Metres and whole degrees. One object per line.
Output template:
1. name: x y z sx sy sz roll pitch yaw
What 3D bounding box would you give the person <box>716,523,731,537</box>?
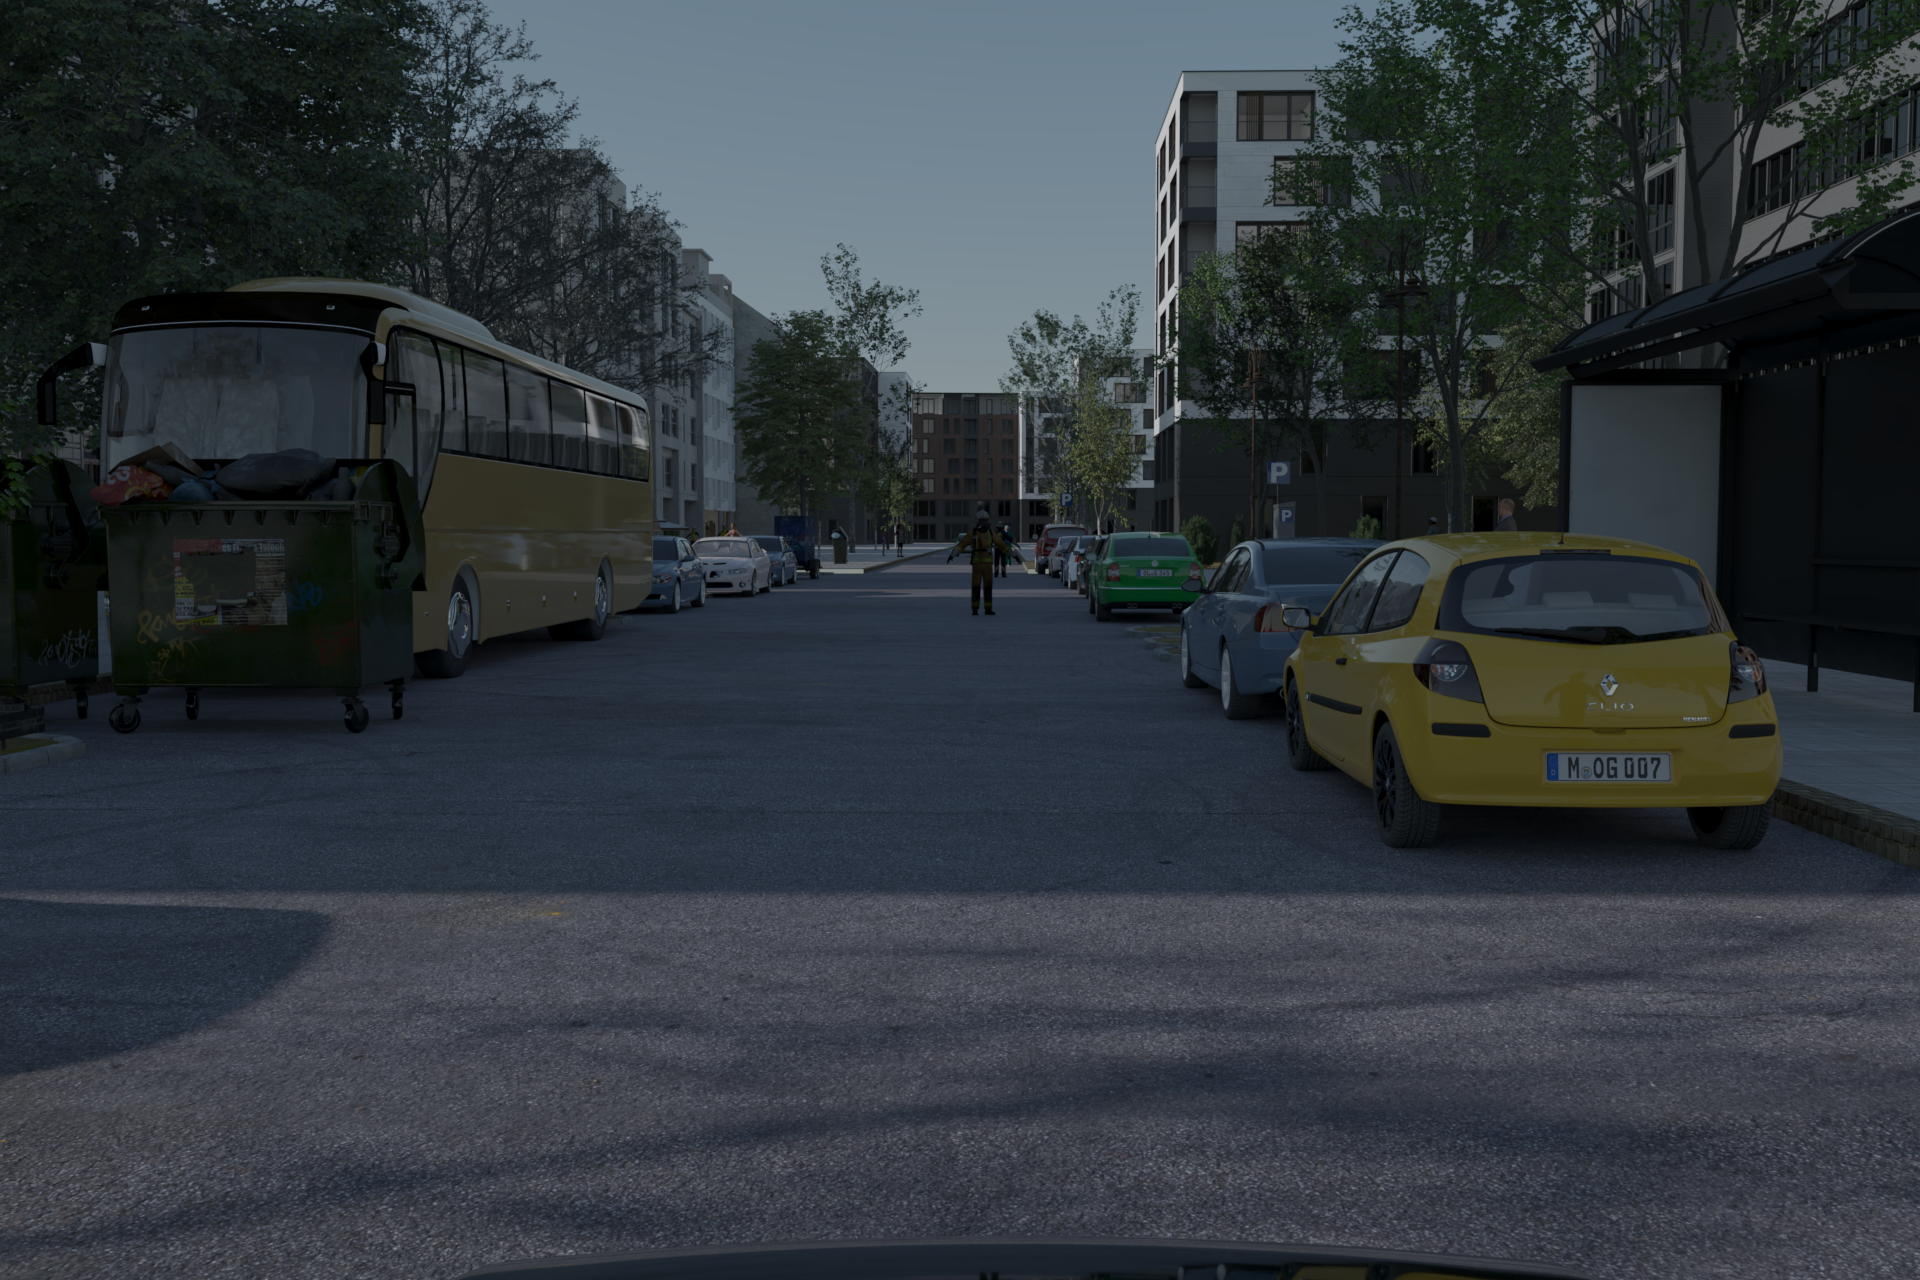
1. person: -11.836 -4.940 86.738 1.349 1.833 0.705 3 5 41

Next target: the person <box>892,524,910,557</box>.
1. person: -3.298 -5.493 95.956 0.704 1.843 1.345 3 5 43

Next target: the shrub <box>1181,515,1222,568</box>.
1. shrub: 9.022 -3.727 65.364 1.690 2.028 1.600 0 3 0

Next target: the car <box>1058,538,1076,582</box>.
1. car: 3.838 -2.319 50.495 1.945 1.354 3.894 0 4 1

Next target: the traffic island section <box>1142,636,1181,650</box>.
1. traffic island section: 3.336 0.055 21.968 1.991 0.108 1.994 0 4 2

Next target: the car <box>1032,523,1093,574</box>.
1. car: 3.794 -3.342 63.316 2.281 1.827 5.304 0 4 1

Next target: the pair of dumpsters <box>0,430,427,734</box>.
1. pair of dumpsters: -6.370 -0.484 12.858 4.436 2.255 1.574 0 4 2

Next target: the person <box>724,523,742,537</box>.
1. person: -9.319 -3.922 70.924 1.217 1.733 0.721 2 4 26

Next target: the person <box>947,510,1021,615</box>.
1. person: 0.400 -1.370 30.627 1.354 1.858 0.705 -1 4 -16

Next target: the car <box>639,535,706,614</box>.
1. car: -5.916 -1.267 32.717 2.014 1.417 4.499 0 4 1

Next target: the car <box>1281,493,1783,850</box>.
1. car: 2.823 0.056 9.309 2.015 1.641 3.980 0 4 2

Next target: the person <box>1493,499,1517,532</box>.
1. person: 7.321 -1.031 23.450 0.434 1.755 0.990 1 4 22

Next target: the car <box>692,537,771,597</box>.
1. car: -5.581 -1.752 41.001 2.083 1.381 4.827 0 4 1

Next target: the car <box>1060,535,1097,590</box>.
1. car: 3.681 -2.075 45.925 2.014 1.417 4.499 0 4 1

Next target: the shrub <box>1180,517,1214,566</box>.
1. shrub: 9.365 -3.944 68.908 1.690 2.028 1.600 0 3 0

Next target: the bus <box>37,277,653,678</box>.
1. bus: -6.092 -1.769 20.463 2.896 3.916 12.252 0 4 1

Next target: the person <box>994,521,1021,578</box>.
1. person: 1.328 -2.989 57.109 1.354 1.856 0.705 0 4 8

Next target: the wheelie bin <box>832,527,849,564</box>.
1. wheelie bin: -5.145 -4.062 74.319 0.693 1.594 0.980 0 4 2

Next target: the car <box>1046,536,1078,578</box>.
1. car: 3.919 -2.775 57.729 2.083 1.381 4.827 0 4 1

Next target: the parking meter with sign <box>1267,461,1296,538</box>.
1. parking meter with sign: 7.619 -2.725 40.814 0.543 3.016 1.738 0 4 2

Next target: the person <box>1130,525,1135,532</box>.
1. person: 8.893 -5.104 90.164 0.721 1.740 1.216 3 5 44

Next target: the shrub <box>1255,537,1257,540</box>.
1. shrub: 12.030 -3.625 70.380 1.383 1.207 1.383 0 3 0

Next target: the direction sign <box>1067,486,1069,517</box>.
1. direction sign: 5.069 -5.445 81.027 0.379 3.537 0.876 0 3 0

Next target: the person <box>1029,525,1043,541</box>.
1. person: 4.478 -5.568 97.217 1.347 1.806 0.705 -3 4 -36

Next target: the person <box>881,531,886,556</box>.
1. person: -4.399 -5.628 101.283 0.599 1.433 0.991 0 4 -5

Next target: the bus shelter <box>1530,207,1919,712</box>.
1. bus shelter: 6.188 -1.179 13.197 2.014 3.302 5.546 0 4 1

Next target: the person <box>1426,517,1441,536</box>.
1. person: 15.970 -3.225 58.574 0.704 1.849 1.345 3 5 45

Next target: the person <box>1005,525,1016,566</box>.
1. person: 2.082 -4.188 77.055 0.704 1.817 1.347 3 5 45

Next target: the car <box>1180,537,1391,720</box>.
1. car: 2.932 -0.162 14.651 2.014 1.417 4.499 0 4 1

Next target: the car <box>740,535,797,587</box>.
1. car: -5.625 -2.239 48.603 2.014 1.417 4.499 0 4 1

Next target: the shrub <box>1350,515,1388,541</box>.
1. shrub: 16.133 -3.947 68.579 1.661 2.075 1.752 0 3 0

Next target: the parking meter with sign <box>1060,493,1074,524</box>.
1. parking meter with sign: 4.529 -4.692 72.976 0.543 3.016 1.738 0 4 0

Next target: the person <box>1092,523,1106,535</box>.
1. person: 6.910 -4.867 85.508 1.347 1.837 0.705 -2 4 -24

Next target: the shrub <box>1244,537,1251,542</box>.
1. shrub: 10.953 -3.333 65.617 1.383 1.207 1.383 0 3 0

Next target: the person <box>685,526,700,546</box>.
1. person: -15.730 -5.838 101.916 1.216 1.772 0.721 2 4 33

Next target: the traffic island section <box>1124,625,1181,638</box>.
1. traffic island section: 3.341 -0.101 24.521 1.991 0.108 1.994 0 4 2

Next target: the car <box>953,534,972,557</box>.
1. car: 0.563 -6.289 111.614 1.959 1.807 4.718 0 4 2

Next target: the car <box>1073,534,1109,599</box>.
1. car: 3.624 -1.825 39.622 2.009 1.686 4.222 0 3 0

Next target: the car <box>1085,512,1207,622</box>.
1. car: 3.149 -1.276 29.652 1.959 1.807 4.718 0 4 2

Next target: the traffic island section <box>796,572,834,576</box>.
1. traffic island section: -5.451 -2.311 60.654 1.991 0.108 1.994 0 4 1
